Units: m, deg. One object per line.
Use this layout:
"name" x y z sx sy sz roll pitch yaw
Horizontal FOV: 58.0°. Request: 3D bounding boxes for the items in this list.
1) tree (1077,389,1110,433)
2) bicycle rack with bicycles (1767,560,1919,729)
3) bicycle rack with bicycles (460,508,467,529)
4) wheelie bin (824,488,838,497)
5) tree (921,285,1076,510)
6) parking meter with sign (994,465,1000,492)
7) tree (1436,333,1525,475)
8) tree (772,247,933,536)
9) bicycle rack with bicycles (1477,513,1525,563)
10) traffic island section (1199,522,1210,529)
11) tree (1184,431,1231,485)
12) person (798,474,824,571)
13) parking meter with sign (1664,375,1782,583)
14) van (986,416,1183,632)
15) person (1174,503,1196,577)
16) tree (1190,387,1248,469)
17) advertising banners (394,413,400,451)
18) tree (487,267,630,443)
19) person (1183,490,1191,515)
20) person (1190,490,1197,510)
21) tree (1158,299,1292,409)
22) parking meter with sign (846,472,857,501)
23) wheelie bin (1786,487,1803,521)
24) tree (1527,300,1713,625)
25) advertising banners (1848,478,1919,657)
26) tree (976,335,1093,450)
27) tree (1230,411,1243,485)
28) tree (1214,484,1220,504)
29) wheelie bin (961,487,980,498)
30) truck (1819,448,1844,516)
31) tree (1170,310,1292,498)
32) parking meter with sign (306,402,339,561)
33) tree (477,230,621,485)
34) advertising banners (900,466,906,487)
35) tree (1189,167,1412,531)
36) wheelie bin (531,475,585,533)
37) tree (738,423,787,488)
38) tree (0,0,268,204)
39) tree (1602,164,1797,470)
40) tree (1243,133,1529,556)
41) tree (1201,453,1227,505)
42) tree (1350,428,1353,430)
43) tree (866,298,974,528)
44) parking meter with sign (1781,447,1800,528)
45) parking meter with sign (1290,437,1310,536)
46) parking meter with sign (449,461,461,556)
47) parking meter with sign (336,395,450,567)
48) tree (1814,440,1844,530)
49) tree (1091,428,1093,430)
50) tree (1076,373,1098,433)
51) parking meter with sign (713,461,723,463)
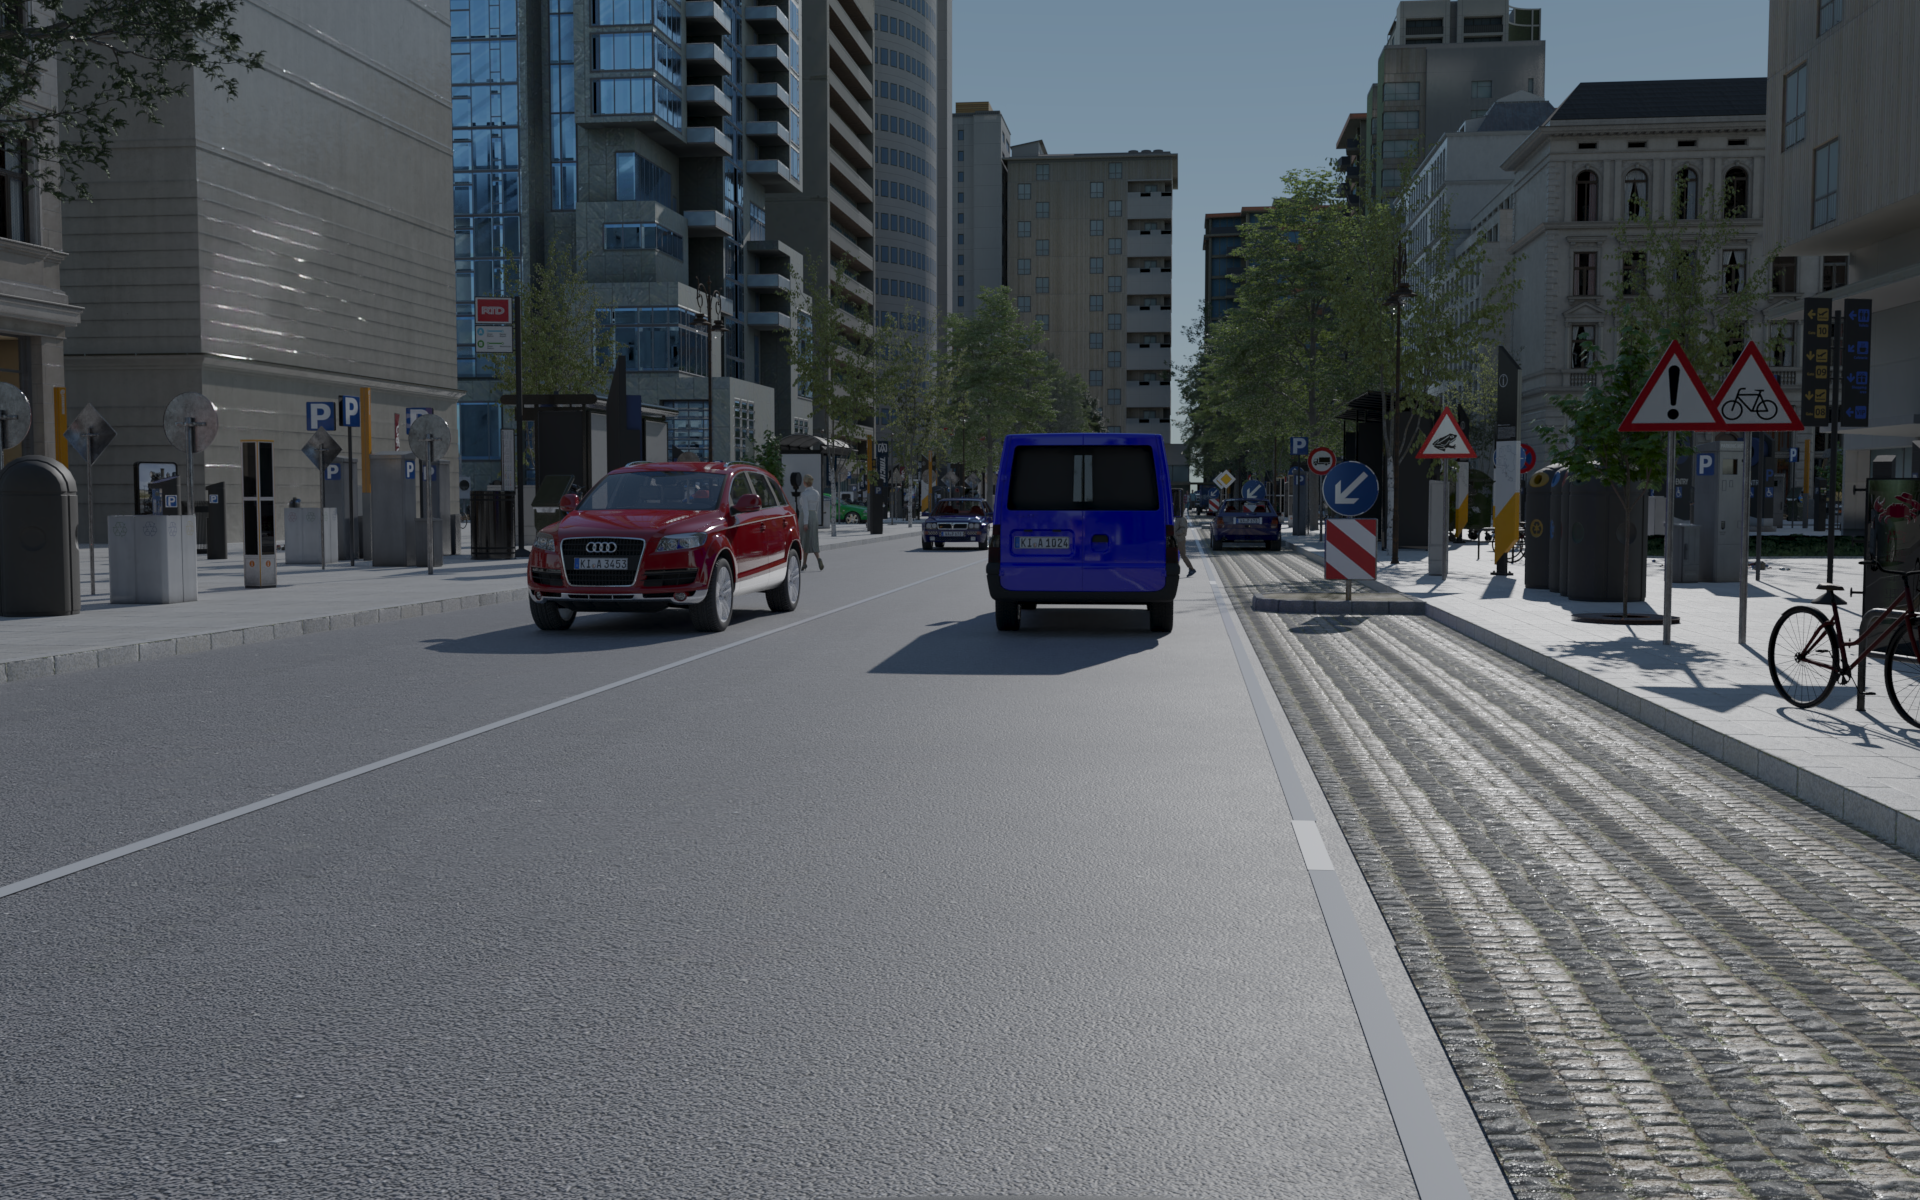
"tree" 12.627 -16.393 185.031 9.611 12.733 9.660 0 3 0
"bicycle rack with bicycles" 6.190 0.251 9.277 2.852 0.926 2.925 0 4 -5
"bicycle rack with bicycles" -19.851 -3.089 63.888 2.852 0.926 2.925 -3 5 -40
"wheelie bin" -6.325 -4.667 84.220 0.980 1.594 0.693 2 4 29
"tree" 1.657 -10.756 93.990 7.486 12.596 7.792 0 3 0
"parking meter with sign" 2.311 -6.610 104.331 0.543 3.016 1.738 0 4 3
"tree" 24.116 -7.916 79.787 4.360 8.622 3.978 0 3 0
"tree" -3.632 -6.220 52.063 4.737 8.622 4.395 0 3 0
"bicycle rack with bicycles" 11.326 -1.211 33.182 2.925 0.926 2.852 0 4 -3
"traffic island section" 11.877 -3.447 78.640 2.009 0.180 2.903 0 4 7
"tree" 31.981 -17.443 219.599 8.767 10.594 7.601 3 4 36
"person" -2.773 -1.443 32.314 0.478 1.798 0.641 -3 4 -39
"parking meter with sign" 11.074 -1.772 25.240 1.738 3.016 0.543 -2 4 -25
"van" 1.465 -0.939 19.732 2.240 2.365 5.245 0 4 6
"person" 3.796 -1.047 29.894 0.640 1.303 0.475 -1 4 -21
"tree" 22.785 -13.157 140.868 9.928 11.665 9.643 0 3 0
"advertising banners" -12.080 -2.483 36.786 0.090 3.025 2.074 0 4 -7
"tree" -12.793 -6.425 55.408 4.360 8.622 3.978 0 3 0
"person" 15.360 -6.599 117.224 0.563 1.720 0.643 -1 4 -23
"person" 20.441 -8.772 151.946 0.660 1.820 0.620 0 3 0
"tree" 25.752 -19.066 167.614 12.611 20.169 13.585 0 3 0
"parking meter with sign" -8.283 -8.373 133.161 0.543 3.016 1.738 -2 4 -28
"wheelie bin" 39.381 -4.505 81.570 0.693 1.594 0.980 -1 4 -21
"tree" 6.744 -1.401 17.509 1.663 3.219 1.824 0 3 0
"advertising banners" 8.001 -1.044 13.258 2.074 3.025 0.090 3 4 37
"tree" 5.487 -13.487 130.886 12.009 13.543 11.850 0 3 0
"tree" 15.953 -8.413 87.914 4.737 8.622 4.395 0 3 0
"tree" 33.492 -14.230 227.263 1.663 3.219 1.824 0 3 0
"wheelie bin" 0.529 -4.584 82.862 0.980 1.594 0.693 -3 5 -43
"truck" 39.923 -4.620 71.468 9.791 3.379 3.469 0 4 5
"tree" 19.578 -13.123 121.211 9.857 13.997 8.962 0 3 0
"parking meter with sign" -11.991 -2.284 33.606 0.543 3.016 1.738 0 4 5
"tree" -11.813 -6.050 49.280 4.737 8.622 4.395 0 3 0
"advertising banners" -4.266 -6.955 109.905 2.074 3.025 0.090 2 4 26
"tree" 12.296 -8.747 61.142 7.486 12.596 7.792 0 3 0
"wheelie bin" -6.606 -1.261 28.518 0.980 1.594 0.693 2 4 31
"tree" -5.172 -3.222 47.278 1.663 3.219 1.824 0 3 0
"tree" -8.567 -4.744 11.982 8.767 10.594 7.601 -1 4 -16
"tree" 16.603 -5.467 39.754 4.737 8.622 4.395 0 3 0
"tree" 9.107 -5.215 35.626 4.737 8.622 4.395 0 3 0
"tree" 30.226 -15.383 201.867 4.360 8.622 3.978 0 3 0
"tree" 30.917 -10.774 126.515 4.360 8.622 3.978 0 3 0
"tree" -1.691 -7.087 66.242 4.360 8.622 3.978 0 3 0
"parking meter with sign" 30.434 -4.198 64.903 1.738 3.016 0.543 0 4 -3
"parking meter with sign" 10.576 -3.510 53.644 0.543 3.016 1.738 1 4 17
"parking meter with sign" -10.828 -2.418 35.800 0.543 3.016 1.738 0 4 4
"parking meter with sign" -10.020 -2.101 30.610 1.738 3.016 0.543 1 4 12
"tree" 31.647 -4.159 62.599 1.663 3.219 1.824 0 3 0
"tree" 12.023 -13.787 175.786 4.737 8.622 4.395 0 3 0
"tree" 7.344 -13.841 144.424 7.486 12.596 7.792 0 3 0
"parking meter with sign" -12.912 -5.692 89.318 0.543 3.016 1.738 2 4 25
